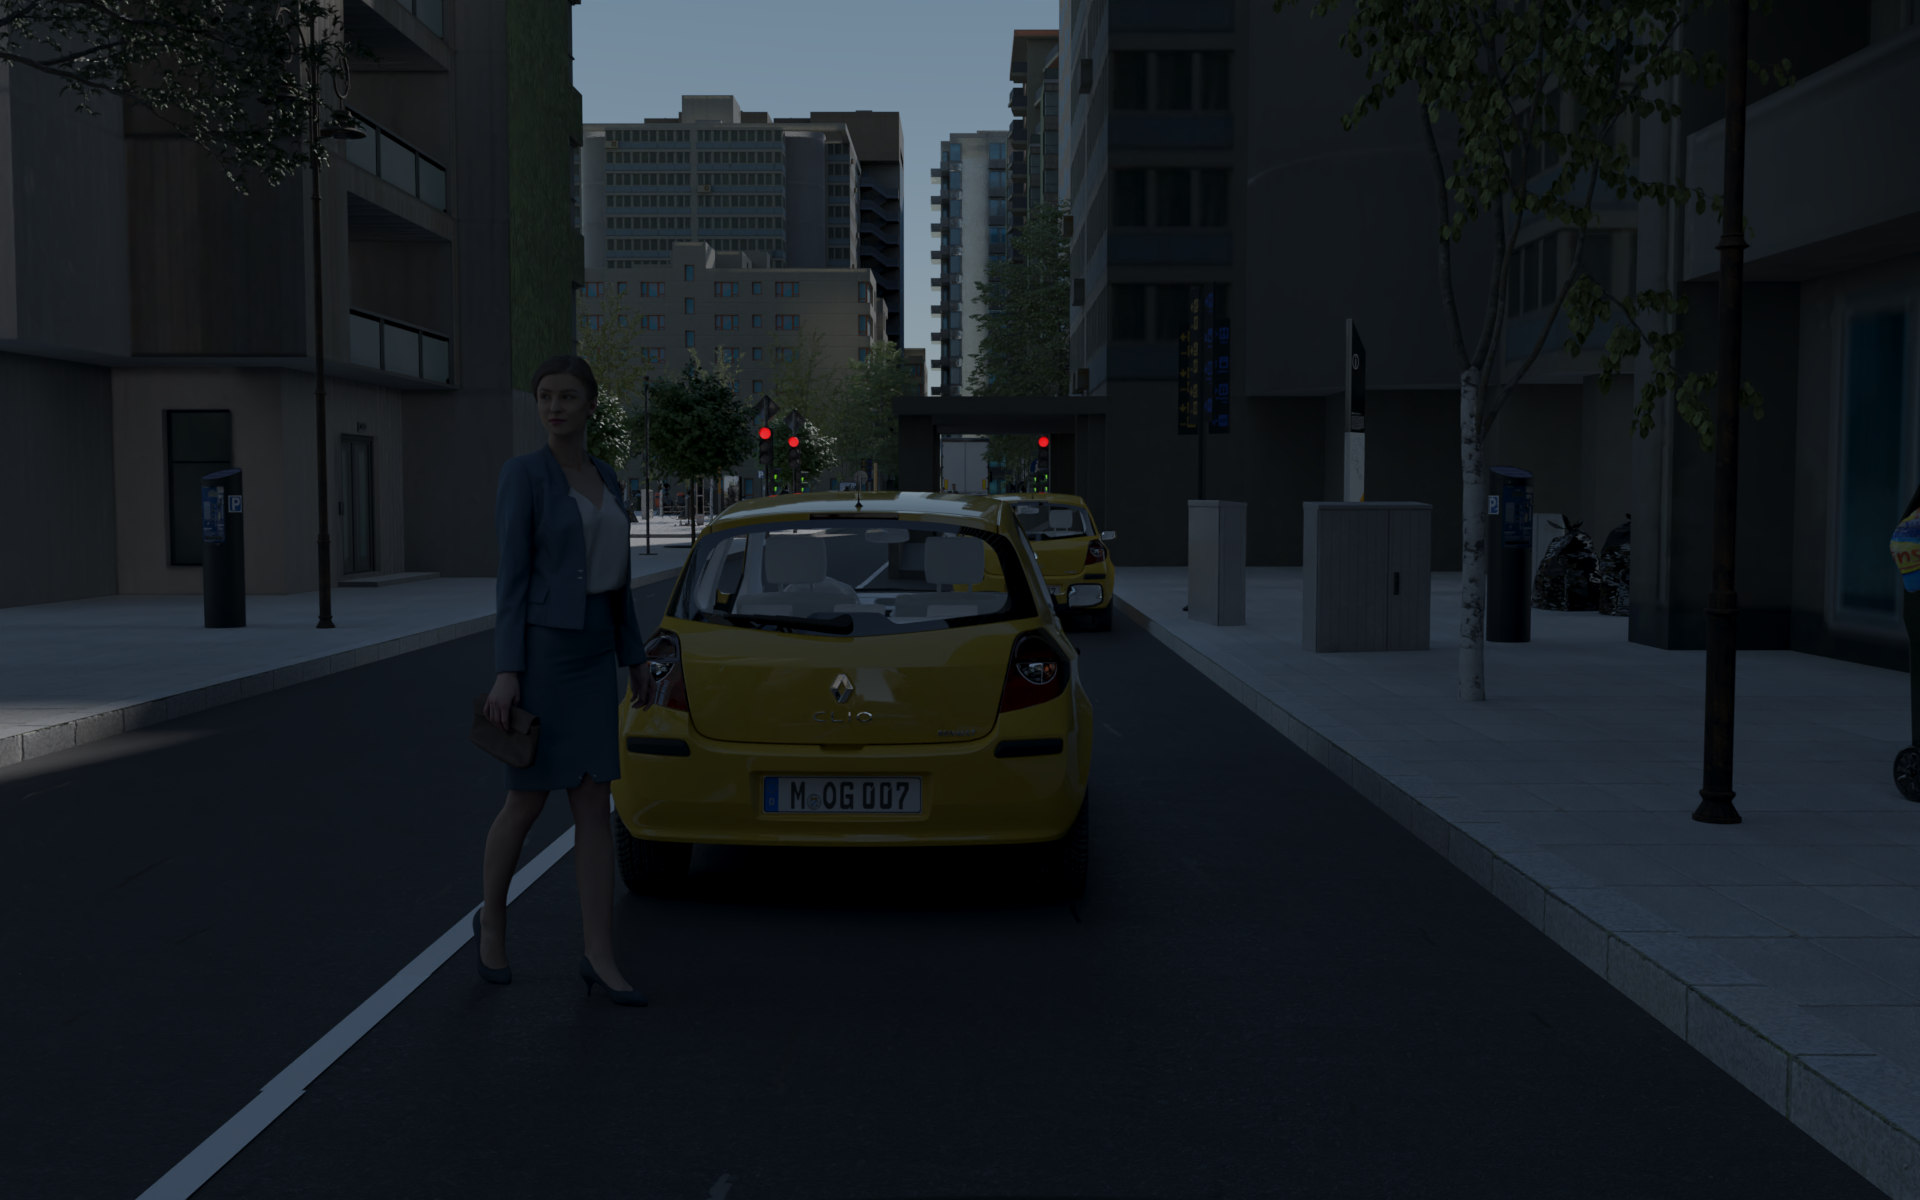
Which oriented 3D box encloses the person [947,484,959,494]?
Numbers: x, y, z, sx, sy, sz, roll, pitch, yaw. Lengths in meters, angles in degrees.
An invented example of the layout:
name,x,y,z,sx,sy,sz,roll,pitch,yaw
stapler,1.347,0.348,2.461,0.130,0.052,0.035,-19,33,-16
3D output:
name,x,y,z,sx,sy,sz,roll,pitch,yaw
person,-0.329,-4.316,78.422,0.648,1.900,0.474,-3,5,-40

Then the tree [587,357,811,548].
name,x,y,z,sx,sy,sz,roll,pitch,yaw
tree,-6.473,-3.546,41.685,4.285,4.588,4.351,0,3,0

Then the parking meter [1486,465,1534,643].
name,x,y,z,sx,sy,sz,roll,pitch,yaw
parking meter,4.782,-0.407,15.064,0.372,1.533,0.369,0,3,0

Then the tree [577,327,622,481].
name,x,y,z,sx,sy,sz,roll,pitch,yaw
tree,-16.125,-7.407,71.471,4.360,8.622,3.978,0,3,0

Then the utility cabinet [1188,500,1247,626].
name,x,y,z,sx,sy,sz,roll,pitch,yaw
utility cabinet,2.567,-0.375,17.295,0.306,1.237,1.020,-1,4,-9

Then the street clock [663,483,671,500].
name,x,y,z,sx,sy,sz,roll,pitch,yaw
street clock,-19.489,-6.762,115.121,0.471,2.002,0.358,1,4,16

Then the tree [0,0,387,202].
name,x,y,z,sx,sy,sz,roll,pitch,yaw
tree,-6.805,-4.597,9.570,7.601,10.594,8.767,-1,4,-9

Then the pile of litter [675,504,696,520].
name,x,y,z,sx,sy,sz,roll,pitch,yaw
pile of litter,-13.493,-4.494,87.448,1.719,0.858,1.176,0,4,-6

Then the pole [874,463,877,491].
name,x,y,z,sx,sy,sz,roll,pitch,yaw
pole,-5.528,-7.323,113.566,0.158,3.312,0.155,0,3,0

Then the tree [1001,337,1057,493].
name,x,y,z,sx,sy,sz,roll,pitch,yaw
tree,3.516,-7.915,79.777,4.360,8.622,3.978,0,3,0

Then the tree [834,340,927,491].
name,x,y,z,sx,sy,sz,roll,pitch,yaw
tree,-5.568,-12.810,127.569,7.486,12.596,7.792,0,3,0

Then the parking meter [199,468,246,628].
name,x,y,z,sx,sy,sz,roll,pitch,yaw
parking meter,-7.089,-0.505,16.669,0.372,1.533,0.369,0,3,0

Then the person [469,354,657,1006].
name,x,y,z,sx,sy,sz,roll,pitch,yaw
person,-1.152,0.217,4.973,0.581,1.822,0.654,-3,5,-41

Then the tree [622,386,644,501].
name,x,y,z,sx,sy,sz,roll,pitch,yaw
tree,-22.781,-10.212,117.333,4.360,8.622,3.978,0,3,0

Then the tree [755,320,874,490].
name,x,y,z,sx,sy,sz,roll,pitch,yaw
tree,-6.923,-7.572,74.167,4.737,8.622,4.395,0,3,0

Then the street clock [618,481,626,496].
name,x,y,z,sx,sy,sz,roll,pitch,yaw
street clock,-18.191,-5.415,93.098,0.471,2.002,0.358,0,4,4

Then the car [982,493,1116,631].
name,x,y,z,sx,sy,sz,roll,pitch,yaw
car,0.792,-0.570,19.544,2.015,1.641,3.980,0,4,1

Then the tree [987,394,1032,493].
name,x,y,z,sx,sy,sz,roll,pitch,yaw
tree,3.648,-9.752,109.814,4.737,8.622,4.395,0,3,0

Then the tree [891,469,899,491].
name,x,y,z,sx,sy,sz,roll,pitch,yaw
tree,-6.054,-12.550,188.897,4.285,4.588,4.351,0,3,0

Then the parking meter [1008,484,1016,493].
name,x,y,z,sx,sy,sz,roll,pitch,yaw
parking meter,2.932,-5.649,98.066,0.399,1.863,0.255,-3,4,-39

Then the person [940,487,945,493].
name,x,y,z,sx,sy,sz,roll,pitch,yaw
person,-0.931,-4.610,84.218,0.599,1.781,0.374,0,4,6

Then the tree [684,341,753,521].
name,x,y,z,sx,sy,sz,roll,pitch,yaw
tree,-12.020,-8.146,83.553,4.360,8.622,3.978,0,3,0

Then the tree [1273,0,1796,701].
name,x,y,z,sx,sy,sz,roll,pitch,yaw
tree,3.208,-3.665,10.292,4.737,8.622,4.395,0,3,0

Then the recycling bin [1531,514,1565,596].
name,x,y,z,sx,sy,sz,roll,pitch,yaw
recycling bin,7.269,-0.590,22.199,0.722,1.027,0.722,0,4,-1

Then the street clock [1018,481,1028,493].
name,x,y,z,sx,sy,sz,roll,pitch,yaw
street clock,3.490,-5.595,96.052,0.471,2.002,0.358,-2,4,-24

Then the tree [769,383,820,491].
name,x,y,z,sx,sy,sz,roll,pitch,yaw
tree,-10.757,-9.952,113.076,4.360,8.622,3.978,0,3,0

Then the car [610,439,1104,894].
name,x,y,z,sx,sy,sz,roll,pitch,yaw
car,-0.340,0.158,7.648,2.015,1.641,3.980,0,4,1

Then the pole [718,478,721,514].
name,x,y,z,sx,sy,sz,roll,pitch,yaw
pole,-14.181,-6.619,102.068,0.158,3.312,0.155,0,3,0

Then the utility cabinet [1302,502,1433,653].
name,x,y,z,sx,sy,sz,roll,pitch,yaw
utility cabinet,3.338,-0.185,14.189,1.020,1.237,0.306,-1,4,-14

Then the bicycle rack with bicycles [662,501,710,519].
name,x,y,z,sx,sy,sz,roll,pitch,yaw
bicycle rack with bicycles,-14.102,-4.728,90.689,2.852,0.926,2.925,3,5,43

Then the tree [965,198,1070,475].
name,x,y,z,sx,sy,sz,roll,pitch,yaw
tree,4.031,-9.097,66.865,7.486,12.596,7.792,0,3,0

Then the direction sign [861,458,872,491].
name,x,y,z,sx,sy,sz,roll,pitch,yaw
direction sign,-5.959,-7.221,110.054,0.876,3.537,0.379,-3,5,-42

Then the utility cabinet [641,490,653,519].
name,x,y,z,sx,sy,sz,roll,pitch,yaw
utility cabinet,-15.635,-4.768,86.632,0.318,1.500,1.173,0,4,4

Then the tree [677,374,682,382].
name,x,y,z,sx,sy,sz,roll,pitch,yaw
tree,-16.745,-8.995,97.431,4.737,8.622,4.395,0,3,0

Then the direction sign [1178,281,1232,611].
name,x,y,z,sx,sy,sz,roll,pitch,yaw
direction sign,2.638,-1.648,18.935,0.379,3.537,0.876,-1,4,-9

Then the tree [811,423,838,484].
name,x,y,z,sx,sy,sz,roll,pitch,yaw
tree,-6.244,-4.885,63.585,4.285,4.588,4.351,0,3,0

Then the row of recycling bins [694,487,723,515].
name,x,y,z,sx,sy,sz,roll,pitch,yaw
row of recycling bins,-15.170,-6.126,107.269,1.069,1.692,3.534,2,4,27

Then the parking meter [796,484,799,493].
name,x,y,z,sx,sy,sz,roll,pitch,yaw
parking meter,-6.702,-3.963,70.506,0.255,1.863,0.399,1,4,14

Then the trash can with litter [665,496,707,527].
name,x,y,z,sx,sy,sz,roll,pitch,yaw
trash can with litter,-10.954,-3.556,69.200,1.678,1.210,2.233,-1,4,-9

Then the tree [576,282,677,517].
name,x,y,z,sx,sy,sz,roll,pitch,yaw
tree,-12.404,-6.669,59.398,4.737,8.622,4.395,0,3,0

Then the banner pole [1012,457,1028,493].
name,x,y,z,sx,sy,sz,roll,pitch,yaw
banner pole,3.726,-6.907,102.949,0.863,3.779,0.401,3,5,42
